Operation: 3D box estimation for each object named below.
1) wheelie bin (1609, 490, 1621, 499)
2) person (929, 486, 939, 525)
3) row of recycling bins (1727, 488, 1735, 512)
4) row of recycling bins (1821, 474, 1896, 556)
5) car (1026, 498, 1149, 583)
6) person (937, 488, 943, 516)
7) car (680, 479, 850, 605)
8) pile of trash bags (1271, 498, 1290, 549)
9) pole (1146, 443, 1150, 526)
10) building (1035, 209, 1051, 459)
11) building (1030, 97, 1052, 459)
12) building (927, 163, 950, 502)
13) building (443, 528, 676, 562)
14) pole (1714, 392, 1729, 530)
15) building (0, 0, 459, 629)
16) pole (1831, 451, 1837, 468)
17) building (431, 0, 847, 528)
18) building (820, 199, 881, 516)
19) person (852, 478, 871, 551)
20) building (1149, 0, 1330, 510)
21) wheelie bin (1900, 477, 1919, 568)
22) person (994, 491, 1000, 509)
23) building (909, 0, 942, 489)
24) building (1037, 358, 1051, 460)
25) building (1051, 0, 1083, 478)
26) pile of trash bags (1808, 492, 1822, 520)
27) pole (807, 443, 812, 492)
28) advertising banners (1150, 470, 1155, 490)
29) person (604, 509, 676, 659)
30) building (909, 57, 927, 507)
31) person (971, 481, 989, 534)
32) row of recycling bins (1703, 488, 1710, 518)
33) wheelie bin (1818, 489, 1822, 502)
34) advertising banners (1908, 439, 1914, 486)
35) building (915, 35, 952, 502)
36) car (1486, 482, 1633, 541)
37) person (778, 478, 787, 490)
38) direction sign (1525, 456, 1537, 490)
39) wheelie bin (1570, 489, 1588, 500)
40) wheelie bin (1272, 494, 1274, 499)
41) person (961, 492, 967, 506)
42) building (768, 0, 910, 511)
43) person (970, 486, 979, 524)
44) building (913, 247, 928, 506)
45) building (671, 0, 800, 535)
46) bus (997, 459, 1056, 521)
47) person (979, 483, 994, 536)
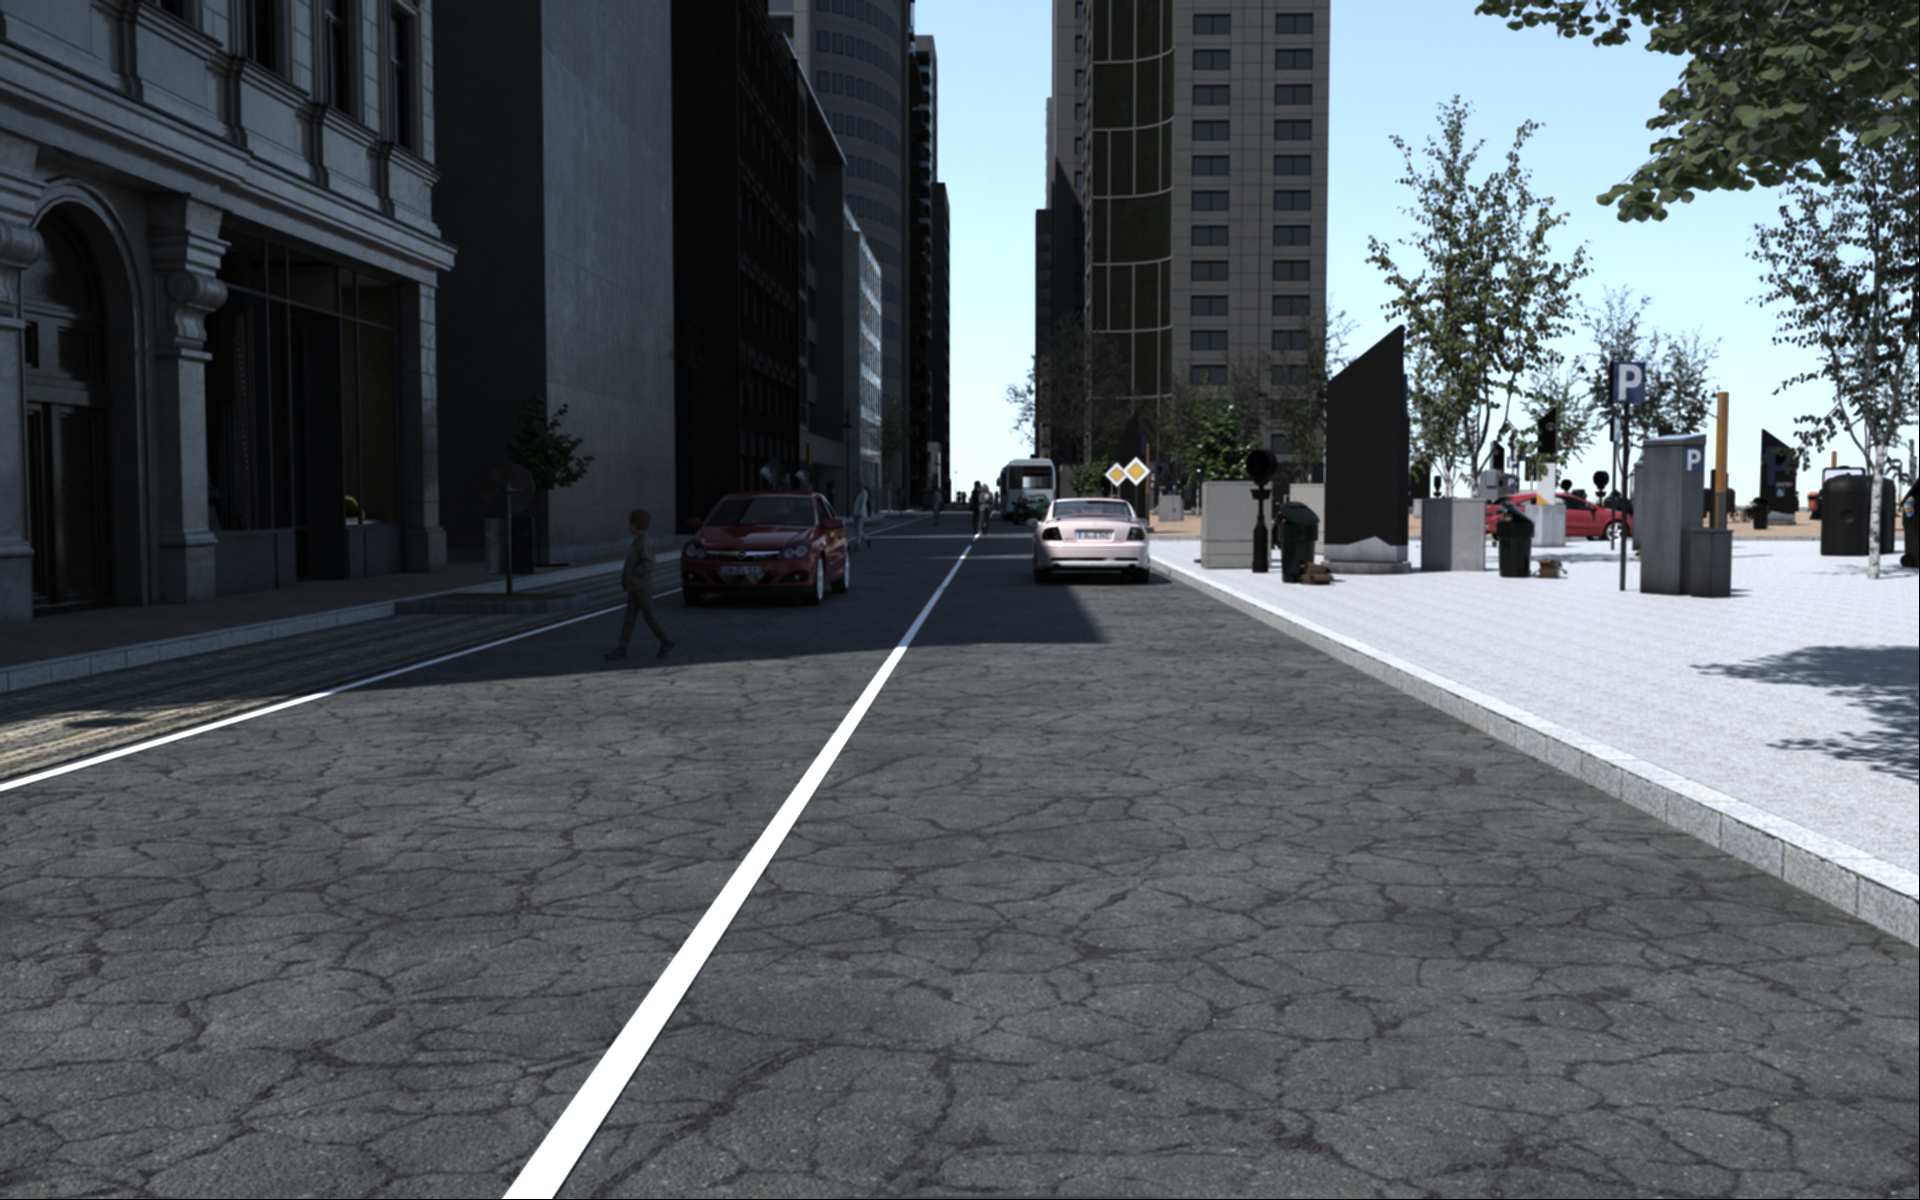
[{"bbox_3d":[46.026,-6.957,121.651,0.693,1.594,0.980,3,5,45],"label":"wheelie bin"},{"bbox_3d":[-1.184,-4.313,79.196,0.466,1.800,0.511,0,4,2],"label":"person"},{"bbox_3d":[53.291,-7.067,122.664,1.069,1.692,3.534,-2,4,-27],"label":"row of recycling bins"},{"bbox_3d":[19.332,-1.837,37.141,1.069,1.692,3.534,3,5,39],"label":"row of recycling bins"},{"bbox_3d":[2.171,-1.039,29.344,2.083,1.381,4.827,0,4,2],"label":"car"},{"bbox_3d":[-1.438,-6.457,113.933,0.638,1.841,0.748,-1,4,-13],"label":"person"},{"bbox_3d":[-2.600,-0.899,23.741,2.155,1.783,4.494,0,4,3],"label":"car"},{"bbox_3d":[7.534,-1.843,39.888,3.447,1.369,1.912,0,4,3],"label":"pile of trash bags"},{"bbox_3d":[7.528,-4.646,69.809,0.158,3.312,0.155,0,3,0],"label":"pole"},{"bbox_3d":[17.828,-34.642,249.986,14.154,41.232,14.086,0,4,1],"label":"building"},{"bbox_3d":[22.391,-58.636,271.368,22.319,86.520,31.000,0,4,1],"label":"building"},{"bbox_3d":[-12.470,-38.639,255.443,21.300,48.544,21.600,0,4,1],"label":"building"},{"bbox_3d":[-22.410,-13.457,39.090,30.058,24.678,14.314,0,4,1],"label":"building"},{"bbox_3d":[15.233,-2.497,34.663,0.158,3.312,0.155,0,3,0],"label":"pole"},{"bbox_3d":[-13.573,-9.658,8.813,10.553,20.767,40.483,0,4,1],"label":"building"},{"bbox_3d":[41.626,-5.425,82.544,0.158,3.312,0.155,0,3,0],"label":"pole"},{"bbox_3d":[-13.989,-16.290,85.416,14.314,24.678,30.058,0,4,1],"label":"building"},{"bbox_3d":[-10.761,-15.554,109.063,10.420,20.320,16.860,0,4,1],"label":"building"},{"bbox_3d":[-2.481,-2.171,43.872,0.514,1.842,0.818,3,5,42],"label":"person"},{"bbox_3d":[18.718,-43.208,144.710,20.563,71.187,20.611,0,4,1],"label":"building"},{"bbox_3d":[16.833,-1.355,30.059,0.980,1.594,0.693,-2,4,-29],"label":"wheelie bin"},{"bbox_3d":[3.634,-9.881,170.717,0.621,1.740,0.551,2,4,29],"label":"person"},{"bbox_3d":[-13.417,-55.957,227.567,22.319,86.520,31.000,0,4,1],"label":"building"},{"bbox_3d":[24.342,-23.481,228.958,27.650,21.520,28.899,0,4,1],"label":"building"},{"bbox_3d":[19.438,-38.376,169.452,21.231,58.520,28.212,0,4,1],"label":"building"},{"bbox_3d":[43.500,-4.712,86.785,3.447,1.369,1.912,-3,4,-37],"label":"pile of trash bags"},{"bbox_3d":[-6.077,-4.649,69.855,0.158,3.312,0.155,0,3,0],"label":"pole"},{"bbox_3d":[14.954,-8.045,127.720,2.074,3.025,0.090,1,4,17],"label":"advertising banners"},{"bbox_3d":[-2.774,-0.141,15.084,0.640,1.303,0.475,-3,4,-36],"label":"person"},{"bbox_3d":[-14.719,-31.638,171.912,22.147,44.769,28.867,0,4,1],"label":"building"},{"bbox_3d":[0.692,-3.290,61.659,0.474,1.900,0.648,-3,4,-37],"label":"person"},{"bbox_3d":[38.005,-5.229,92.606,3.534,1.692,1.069,1,4,14],"label":"row of recycling bins"},{"bbox_3d":[55.731,-6.348,111.691,0.693,1.594,0.980,-2,4,-31],"label":"wheelie bin"},{"bbox_3d":[30.722,-3.631,55.560,2.074,3.025,0.090,-3,5,-44],"label":"advertising banners"},{"bbox_3d":[-11.765,-51.227,275.807,20.563,71.187,20.611,0,4,1],"label":"building"},{"bbox_3d":[17.522,-2.533,50.452,4.494,1.783,2.155,0,4,1],"label":"car"},{"bbox_3d":[-4.050,-1.850,39.025,0.520,1.790,0.573,-1,4,-18],"label":"person"},{"bbox_3d":[34.422,-6.868,104.284,0.876,3.537,0.379,-1,4,-9],"label":"direction sign"},{"bbox_3d":[42.625,-6.792,118.951,0.980,1.594,0.693,0,4,-2],"label":"wheelie bin"},{"bbox_3d":[21.503,-6.896,120.652,0.693,1.594,0.980,1,4,15],"label":"wheelie bin"},{"bbox_3d":[0.447,-12.629,215.715,1.217,1.736,0.721,-3,5,-41],"label":"person"},{"bbox_3d":[-15.466,-36.759,143.015,21.231,58.520,28.212,0,4,1],"label":"building"},{"bbox_3d":[0.832,-4.619,83.890,0.748,1.841,0.638,-1,4,-23],"label":"person"},{"bbox_3d":[-10.908,-25.811,193.704,14.160,30.474,14.107,0,4,1],"label":"building"},{"bbox_3d":[-12.840,-14.197,61.805,12.332,23.373,15.834,0,4,1],"label":"building"},{"bbox_3d":[3.643,-6.201,96.251,2.948,3.499,13.247,0,4,0],"label":"bus"},{"bbox_3d":[0.922,-3.132,59.891,0.537,1.800,0.526,0,4,-1],"label":"person"}]
